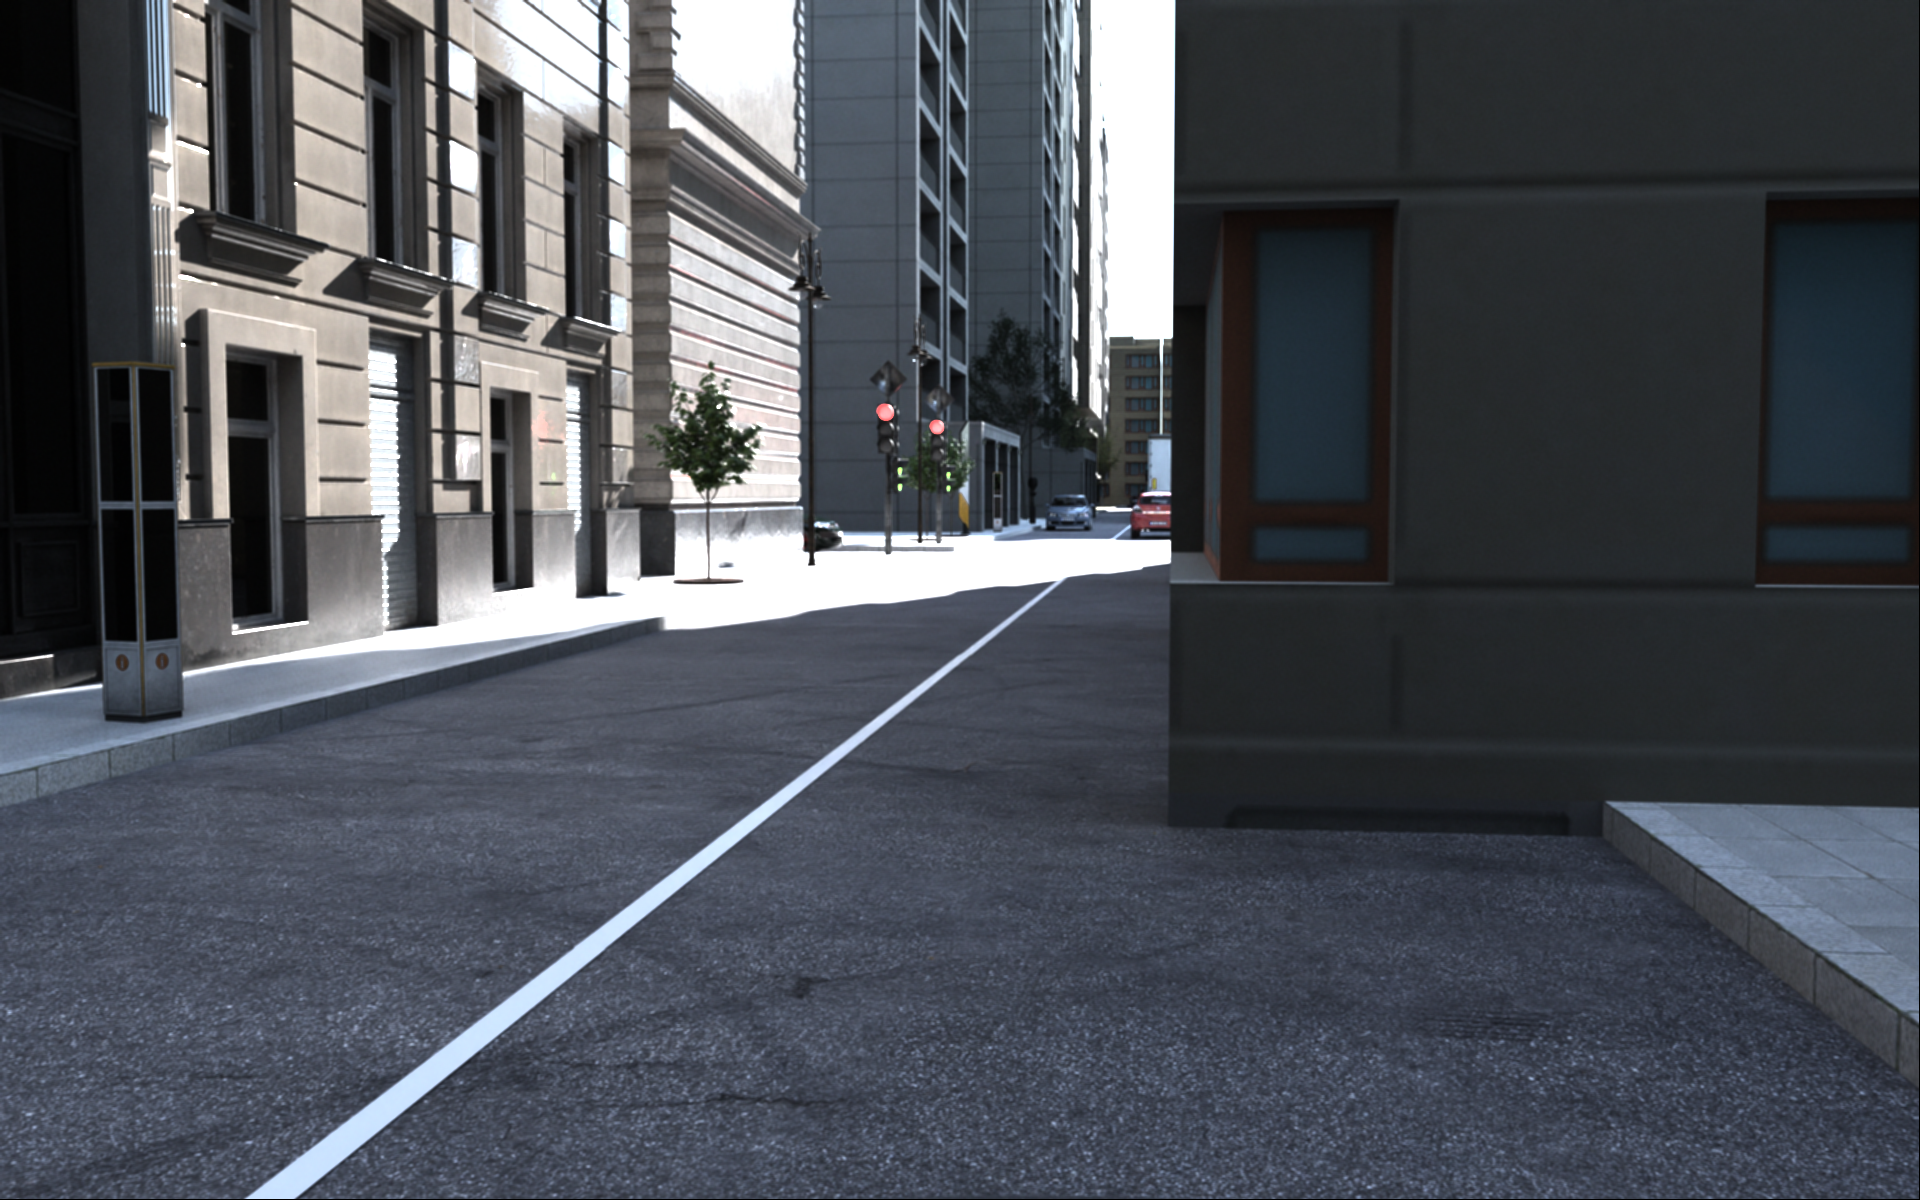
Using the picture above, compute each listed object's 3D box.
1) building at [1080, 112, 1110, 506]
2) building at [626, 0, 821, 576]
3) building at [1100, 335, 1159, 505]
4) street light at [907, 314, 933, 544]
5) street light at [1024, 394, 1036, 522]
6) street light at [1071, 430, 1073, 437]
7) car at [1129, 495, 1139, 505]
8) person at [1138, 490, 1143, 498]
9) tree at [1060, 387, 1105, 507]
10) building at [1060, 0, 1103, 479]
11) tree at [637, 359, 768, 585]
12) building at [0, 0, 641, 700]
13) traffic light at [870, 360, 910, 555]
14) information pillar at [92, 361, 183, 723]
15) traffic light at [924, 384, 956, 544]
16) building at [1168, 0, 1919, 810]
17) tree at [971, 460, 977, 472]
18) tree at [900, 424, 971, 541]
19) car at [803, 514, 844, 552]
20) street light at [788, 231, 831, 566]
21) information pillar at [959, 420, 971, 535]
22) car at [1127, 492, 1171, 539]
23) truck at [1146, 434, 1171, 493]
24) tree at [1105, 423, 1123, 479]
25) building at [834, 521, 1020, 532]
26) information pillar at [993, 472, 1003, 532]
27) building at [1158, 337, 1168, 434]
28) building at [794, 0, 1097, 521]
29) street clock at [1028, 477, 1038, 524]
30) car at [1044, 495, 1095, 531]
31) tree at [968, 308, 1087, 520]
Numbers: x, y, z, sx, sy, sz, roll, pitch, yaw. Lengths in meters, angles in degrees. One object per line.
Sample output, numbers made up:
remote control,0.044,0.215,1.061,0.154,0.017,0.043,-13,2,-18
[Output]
building,9.142,-30.856,188.090,14.086,41.232,14.154,0,4,7
building,-13.058,-12.442,32.297,19.941,23.489,11.050,0,4,7
building,10.592,-22.764,217.227,28.899,21.520,27.650,0,4,7
street light,-1.031,-4.392,44.596,0.468,5.910,1.993,0,4,7
street light,3.224,-6.490,78.897,0.468,5.910,1.993,0,4,7
street light,7.369,-8.576,113.009,0.468,5.910,1.993,0,4,7
car,19.536,-10.864,190.210,1.945,1.354,3.894,0,4,6
person,18.691,-10.366,177.612,0.705,1.869,1.348,-3,5,-45
tree,7.191,-10.151,116.327,4.737,8.622,4.395,0,3,0
building,-0.708,-34.955,160.754,28.713,52.752,27.495,0,4,7
tree,-3.507,-1.853,24.894,1.663,3.219,1.824,0,3,0
building,-11.333,-13.073,11.007,12.463,27.353,25.104,0,4,7
traffic light,-1.491,-2.902,36.362,0.839,4.253,0.868,0,4,7
information pillar,-4.653,-0.326,9.815,0.304,2.012,0.304,1,4,20
traffic light,-0.527,-3.386,44.289,0.839,4.253,0.868,0,4,7
building,16.363,-10.667,19.443,27.650,21.520,28.899,0,4,7
tree,-0.391,-3.492,51.689,1.663,3.219,1.824,0,3,0
tree,-0.784,-3.246,47.677,1.663,3.219,1.824,0,3,0
car,-4.898,-1.938,41.473,4.222,1.686,2.009,0,4,7
street light,-2.645,-3.544,30.740,0.468,5.910,1.993,0,4,7
information pillar,0.134,-3.876,54.724,0.183,3.616,0.504,2,4,31
car,6.548,-2.925,56.861,2.155,1.783,4.494,0,4,7
truck,10.675,-5.976,86.614,2.839,4.237,11.283,0,4,7
tree,14.609,-13.868,177.111,4.737,8.622,4.395,0,3,0
building,-8.147,-38.495,67.638,20.563,71.187,20.611,0,4,7
information pillar,1.277,-3.295,58.367,0.304,2.012,0.304,0,4,6
building,39.410,-22.515,213.160,28.899,21.520,27.650,0,4,7
building,-2.363,-40.502,100.465,20.563,71.187,20.611,0,4,7
street clock,3.154,-4.312,75.070,0.358,2.002,0.471,-2,4,-26
car,4.380,-3.494,69.126,2.014,1.417,4.499,0,4,6
tree,2.951,-9.339,87.112,7.601,10.594,8.767,1,4,11
